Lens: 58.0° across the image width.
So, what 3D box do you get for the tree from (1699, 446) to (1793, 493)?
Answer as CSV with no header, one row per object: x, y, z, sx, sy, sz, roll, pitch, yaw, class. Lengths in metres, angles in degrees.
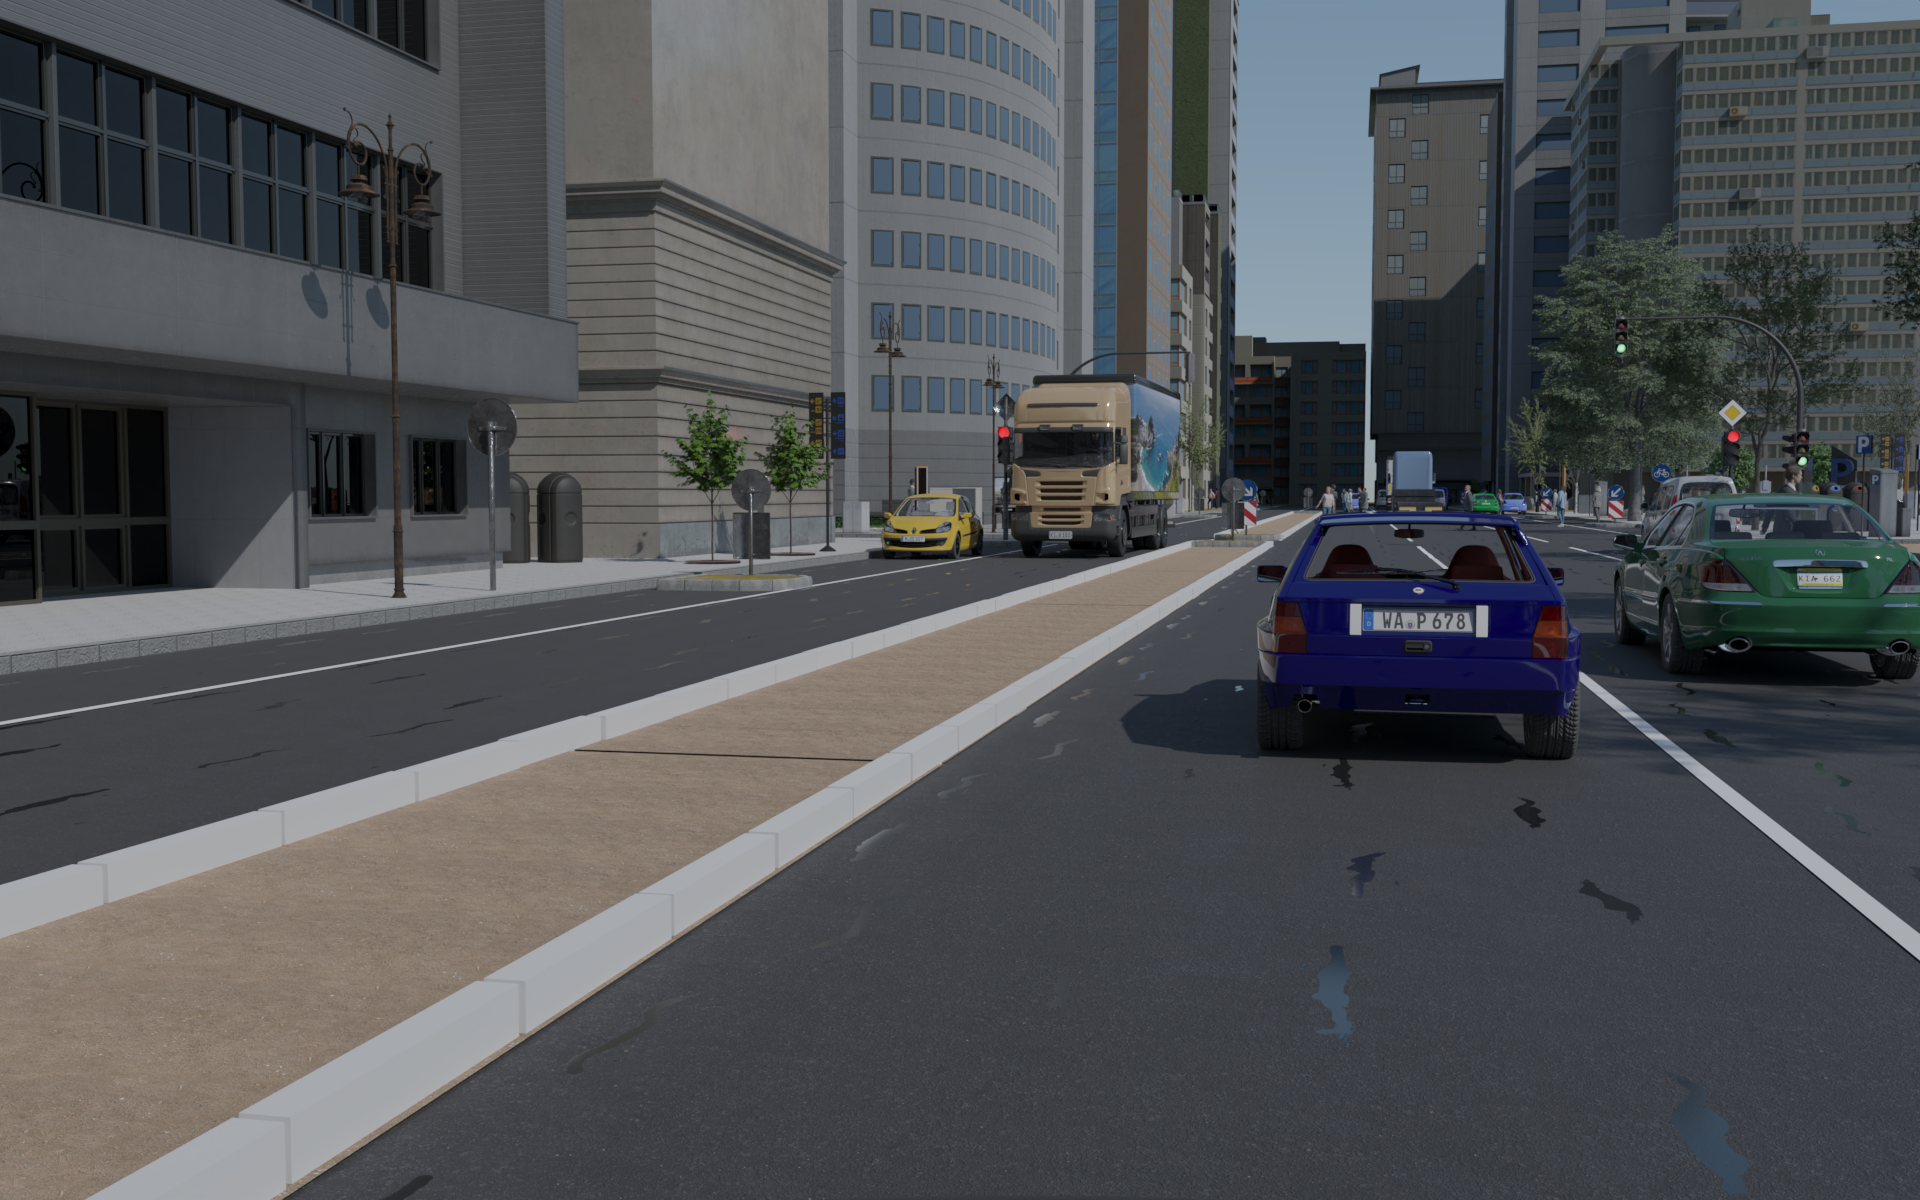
44.849,-7.147,100.562,4.285,4.588,4.351,0,3,0,tree

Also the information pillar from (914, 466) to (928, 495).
-1.036,-2.539,46.000,0.304,2.012,0.304,-1,4,-16,information pillar

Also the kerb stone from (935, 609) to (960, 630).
-0.197,0.227,18.521,0.120,0.150,1.000,1,4,13,kerb stone

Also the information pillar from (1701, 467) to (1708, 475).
47.893,-7.347,111.472,0.504,3.616,0.183,-1,4,-9,information pillar

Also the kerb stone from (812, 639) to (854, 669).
-1.109,0.470,14.519,0.120,0.150,1.000,1,4,13,kerb stone

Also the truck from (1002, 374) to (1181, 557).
3.477,-3.296,42.797,2.839,4.237,11.283,1,4,15,truck

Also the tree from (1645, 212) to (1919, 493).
27.859,-7.732,60.838,7.601,10.594,8.767,-2,4,-35,tree

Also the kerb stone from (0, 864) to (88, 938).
-3.138,1.024,5.526,0.120,0.150,1.000,1,4,13,kerb stone

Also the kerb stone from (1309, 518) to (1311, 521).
16.935,-3.815,84.577,0.120,0.150,1.000,1,4,13,kerb stone

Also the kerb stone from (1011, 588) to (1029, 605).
0.710,-0.020,22.526,0.120,0.150,1.000,1,4,13,kerb stone

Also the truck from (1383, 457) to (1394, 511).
34.582,-8.959,135.386,2.839,4.237,11.283,1,4,13,truck

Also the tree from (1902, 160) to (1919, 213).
21.150,-5.986,32.279,8.767,10.594,7.601,3,5,43,tree

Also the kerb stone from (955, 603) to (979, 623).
0.024,0.166,19.521,0.120,0.150,1.000,1,4,13,kerb stone

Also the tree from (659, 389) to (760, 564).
-4.700,-2.281,31.902,1.663,3.219,1.824,0,3,0,tree

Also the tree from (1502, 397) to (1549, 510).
42.649,-10.895,128.501,4.737,8.622,4.395,0,3,0,tree

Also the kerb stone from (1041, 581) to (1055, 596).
1.165,-0.142,24.520,0.120,0.150,1.000,1,4,13,kerb stone

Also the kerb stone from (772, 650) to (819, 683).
-1.330,0.532,13.521,0.120,0.150,1.000,1,4,13,kerb stone

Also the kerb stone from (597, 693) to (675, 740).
-1.996,0.716,10.526,0.120,0.150,1.000,1,4,13,kerb stone

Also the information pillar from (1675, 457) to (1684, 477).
35.665,-5.781,85.876,0.183,3.616,0.504,-2,4,-27,information pillar

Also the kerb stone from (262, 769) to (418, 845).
-2.684,0.898,7.518,0.120,0.150,1.000,1,4,13,kerb stone

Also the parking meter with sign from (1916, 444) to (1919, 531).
34.033,-3.888,59.829,1.738,3.016,0.543,3,5,44,parking meter with sign

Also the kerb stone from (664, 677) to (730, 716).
-1.781,0.655,11.525,0.120,0.150,1.000,1,4,13,kerb stone

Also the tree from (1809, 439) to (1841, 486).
50.360,-7.189,101.247,4.285,4.588,4.351,0,3,0,tree

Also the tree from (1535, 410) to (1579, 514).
39.608,-9.876,111.840,4.360,8.622,3.978,0,3,0,tree

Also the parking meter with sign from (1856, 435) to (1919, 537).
27.543,-3.384,51.588,1.738,3.016,0.543,-1,4,-19,parking meter with sign

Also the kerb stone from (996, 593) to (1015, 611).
0.492,0.046,21.527,0.120,0.150,1.000,1,4,13,kerb stone

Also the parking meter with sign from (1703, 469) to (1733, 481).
29.479,-4.389,68.016,1.738,3.016,0.543,0,4,0,parking meter with sign

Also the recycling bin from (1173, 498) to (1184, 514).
14.336,-6.185,113.677,0.722,1.027,0.722,1,4,12,recycling bin

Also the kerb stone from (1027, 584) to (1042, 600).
0.933,-0.081,23.524,0.120,0.150,1.000,1,4,13,kerb stone

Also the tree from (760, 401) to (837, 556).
-3.519,-2.535,36.049,1.663,3.219,1.824,0,3,0,tree

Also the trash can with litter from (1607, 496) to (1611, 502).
45.294,-6.804,122.302,2.233,1.210,1.678,2,4,35,trash can with litter

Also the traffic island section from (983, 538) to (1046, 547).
1.256,-1.597,48.389,2.009,0.180,2.903,1,4,13,traffic island section

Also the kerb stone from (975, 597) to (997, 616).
0.255,0.102,20.532,0.120,0.150,1.000,1,4,13,kerb stone

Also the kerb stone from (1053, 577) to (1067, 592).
1.400,-0.204,25.527,0.120,0.150,1.000,1,4,13,kerb stone

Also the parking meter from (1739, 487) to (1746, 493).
52.175,-6.718,115.543,0.399,1.863,0.255,0,4,-3,parking meter

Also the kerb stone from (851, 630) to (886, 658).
-0.874,0.409,15.519,0.120,0.150,1.000,1,4,13,kerb stone

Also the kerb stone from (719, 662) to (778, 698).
-1.554,0.592,12.523,0.120,0.150,1.000,1,4,13,kerb stone

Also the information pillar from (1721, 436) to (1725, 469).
30.674,-4.791,69.686,0.183,3.616,0.504,1,4,15,information pillar

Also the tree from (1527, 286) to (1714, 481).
35.670,-10.795,93.501,9.611,12.733,9.660,0,3,0,tree

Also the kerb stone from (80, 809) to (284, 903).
-2.910,0.961,6.522,0.120,0.150,1.000,1,4,13,kerb stone

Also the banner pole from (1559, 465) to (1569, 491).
42.877,-8.145,123.186,0.863,3.779,0.401,3,5,42,banner pole

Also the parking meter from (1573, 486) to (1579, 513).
42.054,-6.879,118.182,0.255,1.863,0.399,3,4,38,parking meter

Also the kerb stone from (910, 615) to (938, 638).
-0.422,0.286,17.523,0.120,0.150,1.000,1,4,13,kerb stone

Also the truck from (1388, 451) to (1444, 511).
27.269,-6.968,103.691,2.967,4.110,18.799,1,4,13,truck

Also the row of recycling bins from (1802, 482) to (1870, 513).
30.184,-3.193,59.317,3.534,1.692,1.069,0,4,-5,row of recycling bins

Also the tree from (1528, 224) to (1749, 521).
31.721,-10.684,81.332,9.857,13.997,8.962,0,3,0,tree

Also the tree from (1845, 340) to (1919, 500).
44.525,-8.066,82.248,4.360,8.622,3.978,0,3,0,tree

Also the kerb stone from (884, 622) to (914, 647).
-0.646,0.350,16.523,0.120,0.150,1.000,1,4,13,kerb stone

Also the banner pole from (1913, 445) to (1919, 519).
48.604,-5.981,87.807,0.401,3.779,0.863,-1,4,-9,banner pole

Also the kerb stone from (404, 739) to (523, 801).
-2.453,0.839,8.516,0.120,0.150,1.000,1,4,13,kerb stone

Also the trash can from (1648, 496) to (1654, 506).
43.052,-5.855,107.390,0.748,1.137,0.748,0,3,0,trash can

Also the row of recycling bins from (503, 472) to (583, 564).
-8.820,-1.535,32.215,3.534,1.692,1.069,-1,4,-12,row of recycling bins

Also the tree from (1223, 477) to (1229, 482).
27.264,-11.170,177.226,1.663,3.219,1.824,0,3,0,tree

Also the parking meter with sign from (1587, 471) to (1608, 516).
37.073,-6.356,100.173,1.738,3.016,0.543,-2,4,-24,parking meter with sign

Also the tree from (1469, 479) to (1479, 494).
59.554,-12.573,200.169,1.663,3.219,1.824,0,3,0,tree

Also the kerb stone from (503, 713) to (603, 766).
-2.242,0.775,9.519,0.120,0.150,1.000,1,4,13,kerb stone

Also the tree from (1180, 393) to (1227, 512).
17.326,-10.801,126.950,4.737,8.622,4.395,0,3,0,tree

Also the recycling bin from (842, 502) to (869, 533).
-3.420,-2.716,56.964,0.722,1.027,0.722,1,4,15,recycling bin
